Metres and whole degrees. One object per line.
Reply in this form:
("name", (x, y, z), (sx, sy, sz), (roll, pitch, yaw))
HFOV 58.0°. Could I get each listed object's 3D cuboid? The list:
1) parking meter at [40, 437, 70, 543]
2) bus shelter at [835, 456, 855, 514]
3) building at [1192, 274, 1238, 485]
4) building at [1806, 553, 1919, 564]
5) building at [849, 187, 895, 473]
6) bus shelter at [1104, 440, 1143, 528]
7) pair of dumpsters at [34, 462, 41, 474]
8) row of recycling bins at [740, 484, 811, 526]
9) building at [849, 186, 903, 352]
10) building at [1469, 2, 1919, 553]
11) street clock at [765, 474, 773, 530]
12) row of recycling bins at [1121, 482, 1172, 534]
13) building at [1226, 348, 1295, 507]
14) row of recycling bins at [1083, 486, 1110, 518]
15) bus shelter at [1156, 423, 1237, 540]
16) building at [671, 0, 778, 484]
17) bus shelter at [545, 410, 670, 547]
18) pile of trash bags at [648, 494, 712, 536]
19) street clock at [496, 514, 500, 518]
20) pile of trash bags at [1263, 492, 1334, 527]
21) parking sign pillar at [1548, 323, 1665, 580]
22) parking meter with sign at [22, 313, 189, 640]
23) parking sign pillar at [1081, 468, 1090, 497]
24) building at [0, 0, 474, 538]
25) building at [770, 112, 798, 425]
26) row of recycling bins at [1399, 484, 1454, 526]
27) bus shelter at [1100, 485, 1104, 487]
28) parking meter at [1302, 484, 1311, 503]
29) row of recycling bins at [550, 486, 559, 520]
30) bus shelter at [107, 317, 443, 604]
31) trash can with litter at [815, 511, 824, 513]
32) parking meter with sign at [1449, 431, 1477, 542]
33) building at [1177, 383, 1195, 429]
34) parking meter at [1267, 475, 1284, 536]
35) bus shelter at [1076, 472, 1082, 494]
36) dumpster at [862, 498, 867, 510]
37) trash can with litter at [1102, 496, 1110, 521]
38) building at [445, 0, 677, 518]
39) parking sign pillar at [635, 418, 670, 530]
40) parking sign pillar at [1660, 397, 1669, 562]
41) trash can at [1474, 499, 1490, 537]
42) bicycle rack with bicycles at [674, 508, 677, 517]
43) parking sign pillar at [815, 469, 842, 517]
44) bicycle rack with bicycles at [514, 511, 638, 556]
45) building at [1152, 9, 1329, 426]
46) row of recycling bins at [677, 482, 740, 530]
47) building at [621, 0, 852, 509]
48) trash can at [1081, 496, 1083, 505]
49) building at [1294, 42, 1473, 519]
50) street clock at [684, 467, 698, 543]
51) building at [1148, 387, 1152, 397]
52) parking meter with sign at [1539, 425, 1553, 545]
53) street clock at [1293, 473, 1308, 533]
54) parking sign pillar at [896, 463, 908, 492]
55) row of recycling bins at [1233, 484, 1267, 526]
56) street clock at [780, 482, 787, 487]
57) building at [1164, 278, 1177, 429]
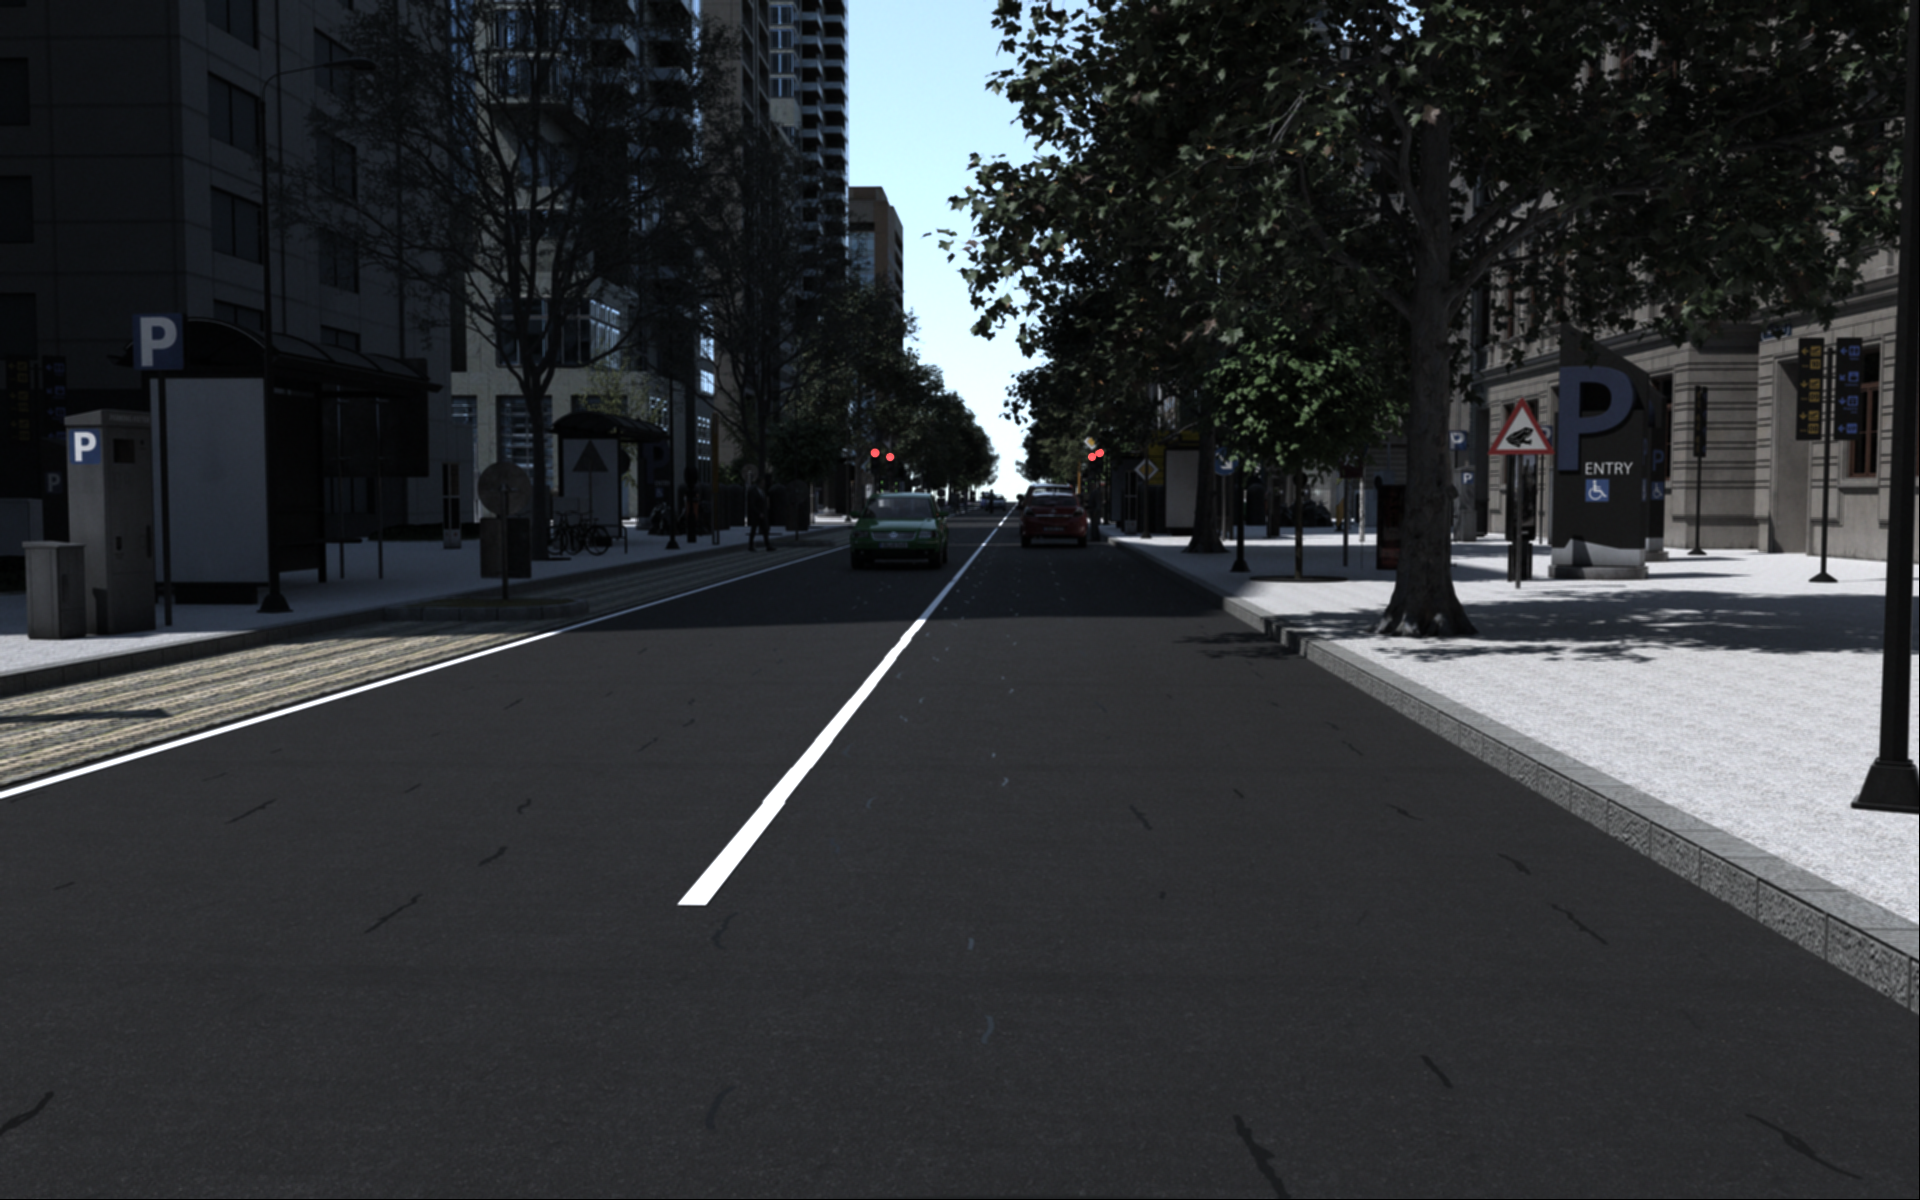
("parking meter", (-9.229, -0.745, 17.885), (0.399, 1.863, 0.255), (1, 4, 18))
("bus shelter", (-6.984, -7.165, 108.430), (1.731, 3.624, 6.357), (0, 4, 2))
("building", (26.295, -18.350, 141.820), (13.314, 21.916, 24.055), (0, 4, 2))
("building", (22.322, -11.728, 27.904), (11.583, 22.565, 21.152), (0, 4, 2))
("building", (-16.993, -37.098, 256.660), (14.600, 45.320, 14.200), (0, 4, 2))
("bus shelter", (6.408, -4.264, 63.643), (2.014, 3.302, 5.546), (0, 4, 2))
("pair of dumpsters", (-10.614, -1.278, 23.385), (1.574, 2.255, 4.437), (0, 4, 2))
("row of recycling bins", (-7.708, -3.812, 69.435), (3.534, 1.692, 1.069), (-1, 4, -23))
("building", (-20.351, -39.848, 275.220), (21.300, 48.544, 21.600), (0, 4, 2))
("building", (22.151, -13.020, 49.037), (11.583, 22.565, 21.152), (0, 4, 2))
("street clock", (-6.881, -3.484, 61.533), (0.358, 2.002, 0.471), (2, 4, 30))
("row of recycling bins", (6.264, -3.053, 57.037), (1.069, 1.692, 3.534), (-1, 4, -18))
("building", (26.258, -19.824, 117.635), (14.314, 27.812, 24.014), (0, 4, 2))
("row of recycling bins", (7.814, -5.212, 92.329), (1.069, 1.692, 3.534), (-2, 4, -35))
("bus shelter", (6.919, -3.458, 50.465), (2.014, 3.302, 5.546), (0, 4, 2))
("building", (-23.843, -42.844, 138.753), (20.563, 71.187, 20.611), (0, 4, 2))
("bus shelter", (-8.941, -3.103, 44.658), (2.014, 3.302, 5.546), (0, 4, 2))
("pile of trash bags", (-8.575, -2.701, 53.917), (1.912, 1.369, 3.447), (-1, 4, -19))
("street clock", (-15.692, -3.330, 59.021), (0.471, 2.002, 0.358), (-3, 4, -38))
("pile of trash bags", (12.910, -3.514, 67.202), (3.447, 1.369, 1.912), (-3, 5, -45))
("parking sign pillar", (9.754, -2.318, 26.373), (1.447, 3.967, 1.447), (2, 4, 32))
("parking meter with sign", (-7.874, -1.207, 15.988), (0.543, 3.016, 1.738), (1, 4, 11))
("parking sign pillar", (10.032, -8.976, 135.229), (1.447, 3.967, 1.447), (-3, 5, -39))
("building", (-27.793, -37.361, 49.101), (20.611, 71.187, 20.563), (0, 4, 2))
("building", (-28.991, -29.112, 167.863), (32.217, 40.220, 23.993), (0, 4, 2))
("row of recycling bins", (19.110, -3.817, 69.516), (3.534, 1.692, 1.069), (2, 4, 24))
("bus shelter", (9.384, -7.259, 109.970), (1.731, 3.624, 6.357), (0, 4, 2))
("parking meter", (17.800, -5.091, 88.950), (0.399, 1.863, 0.255), (1, 4, 19))
("row of recycling bins", (-20.955, -4.748, 84.734), (3.534, 1.692, 1.069), (-2, 4, -35))
("bus shelter", (-8.644, -1.754, 22.599), (2.014, 3.302, 5.546), (0, 4, 2))
("trash can with litter", (-10.395, -6.691, 120.463), (1.678, 1.210, 2.233), (-3, 5, -42))
("parking meter with sign", (13.630, -3.096, 46.880), (0.543, 3.016, 1.738), (0, 4, 2))
("building", (28.074, -24.303, 169.056), (14.160, 30.474, 14.107), (0, 4, 2))
("parking meter", (9.536, -2.872, 52.672), (0.255, 1.863, 0.399), (-1, 4, -22))
("bus shelter", (11.042, -9.576, 150.483), (2.014, 3.302, 5.546), (0, 4, 2))
("dumpster", (-6.471, -7.318, 125.408), (1.264, 1.857, 1.865), (0, 4, 2))
("trash can with litter", (7.233, -4.315, 81.935), (1.055, 1.170, 0.624), (1, 4, 14))
("building", (-27.058, -48.438, 104.639), (22.319, 86.520, 31.000), (0, 4, 2))
("parking sign pillar", (-10.892, -4.493, 61.938), (1.447, 3.967, 1.447), (3, 5, 42))
("parking sign pillar", (12.857, -2.736, 33.205), (1.447, 3.967, 1.447), (-2, 4, -28))
("trash can", (15.460, -2.455, 51.793), (0.748, 1.137, 0.748), (0, 3, 0))
("bicycle rack with bicycles", (-10.794, -3.193, 65.593), (2.925, 0.926, 2.852), (-1, 4, -19))
("parking sign pillar", (-7.311, -6.631, 96.895), (1.447, 3.967, 1.447), (-1, 4, -16))
("bicycle rack with bicycles", (-8.402, -1.445, 37.015), (2.925, 0.926, 2.852), (3, 4, 39))
("building", (33.205, -40.479, 203.832), (21.231, 58.520, 28.212), (0, 4, 2))
("row of recycling bins", (-9.021, -3.316, 61.329), (1.069, 1.692, 3.534), (1, 4, 14))
("building", (-22.858, -53.887, 193.729), (22.319, 86.520, 31.000), (0, 4, 2))
("trash can", (8.587, -6.551, 118.768), (0.748, 1.137, 0.748), (0, 3, 0))
("building", (29.402, -16.937, 94.949), (19.932, 24.808, 12.078), (0, 4, 2))
("street clock", (-7.082, -2.514, 45.668), (0.358, 2.002, 0.471), (-2, 4, -29))
("building", (32.251, -36.073, 273.389), (14.154, 41.232, 14.086), (0, 4, 2))
("parking meter with sign", (15.078, -2.876, 43.288), (0.543, 3.016, 1.738), (-1, 4, -19))
("street clock", (11.126, -3.187, 56.684), (0.471, 2.002, 0.358), (0, 4, 6))
("parking sign pillar", (-4.661, -8.830, 132.845), (1.447, 3.967, 1.447), (-1, 4, -22))
("row of recycling bins", (10.756, -3.896, 70.814), (3.534, 1.692, 1.069), (1, 4, 10))
("street clock", (-8.406, -4.834, 83.613), (0.471, 2.002, 0.358), (1, 4, 13))
("building", (29.093, -32.574, 182.702), (14.600, 45.320, 14.200), (0, 4, 2))
